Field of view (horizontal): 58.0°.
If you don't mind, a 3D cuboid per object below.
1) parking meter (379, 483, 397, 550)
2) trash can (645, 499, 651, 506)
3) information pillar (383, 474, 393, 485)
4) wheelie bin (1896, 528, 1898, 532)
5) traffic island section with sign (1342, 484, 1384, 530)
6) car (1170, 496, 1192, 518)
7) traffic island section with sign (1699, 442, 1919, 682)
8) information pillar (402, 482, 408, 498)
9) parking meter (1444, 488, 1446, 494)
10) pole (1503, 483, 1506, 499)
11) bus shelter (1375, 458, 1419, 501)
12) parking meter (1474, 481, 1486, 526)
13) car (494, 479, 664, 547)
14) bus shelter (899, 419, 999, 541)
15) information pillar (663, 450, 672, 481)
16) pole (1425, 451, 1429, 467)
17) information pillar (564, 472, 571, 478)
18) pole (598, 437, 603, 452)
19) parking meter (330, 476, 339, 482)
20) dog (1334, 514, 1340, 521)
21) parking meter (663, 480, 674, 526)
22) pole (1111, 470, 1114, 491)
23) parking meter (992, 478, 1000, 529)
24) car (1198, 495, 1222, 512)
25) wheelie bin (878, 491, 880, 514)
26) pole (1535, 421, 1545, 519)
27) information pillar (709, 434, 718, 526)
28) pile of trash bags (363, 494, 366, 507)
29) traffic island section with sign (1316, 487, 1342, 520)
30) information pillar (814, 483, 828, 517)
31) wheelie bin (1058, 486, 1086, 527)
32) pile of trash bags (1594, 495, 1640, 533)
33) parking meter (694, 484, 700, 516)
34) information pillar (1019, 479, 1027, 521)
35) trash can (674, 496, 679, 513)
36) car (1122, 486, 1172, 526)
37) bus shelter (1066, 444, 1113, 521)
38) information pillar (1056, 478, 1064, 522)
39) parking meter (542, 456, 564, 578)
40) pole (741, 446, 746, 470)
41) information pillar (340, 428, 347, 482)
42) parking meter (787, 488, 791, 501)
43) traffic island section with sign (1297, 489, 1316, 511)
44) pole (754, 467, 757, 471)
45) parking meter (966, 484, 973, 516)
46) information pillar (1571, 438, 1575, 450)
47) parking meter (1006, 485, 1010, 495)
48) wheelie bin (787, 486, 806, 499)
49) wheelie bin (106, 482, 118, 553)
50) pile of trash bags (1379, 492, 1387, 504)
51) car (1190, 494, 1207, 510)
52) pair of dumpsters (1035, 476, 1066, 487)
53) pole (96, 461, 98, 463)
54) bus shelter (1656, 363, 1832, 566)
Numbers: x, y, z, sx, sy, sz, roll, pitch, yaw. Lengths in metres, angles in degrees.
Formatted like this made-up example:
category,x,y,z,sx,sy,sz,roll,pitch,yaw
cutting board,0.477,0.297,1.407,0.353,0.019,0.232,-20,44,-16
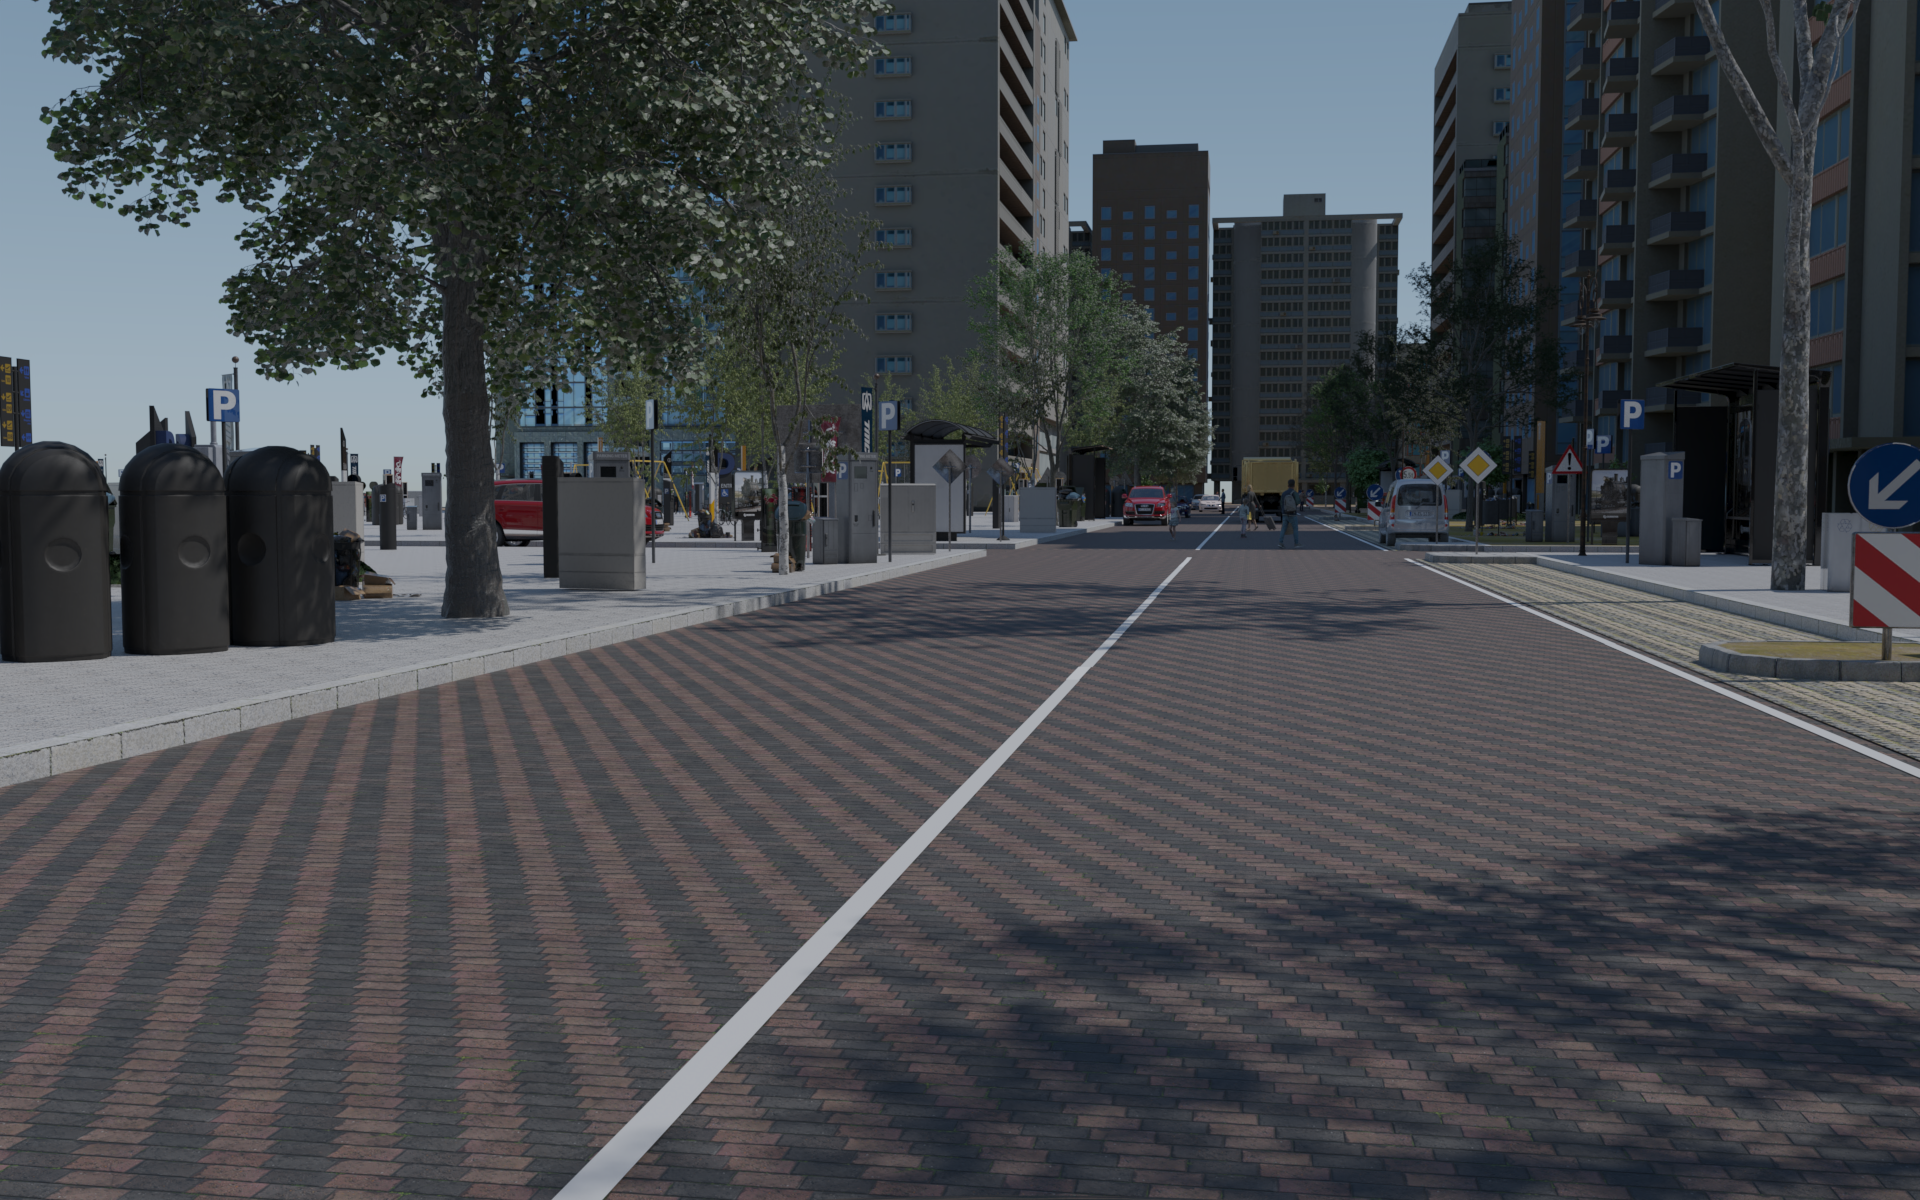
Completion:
category,x,y,z,sx,sy,sz,roll,pitch,yaw
parking meter,-13.162,-1.922,39.833,0.372,1.533,0.369,0,3,0
trash can,-8.979,-2.240,48.278,0.748,1.137,0.748,0,3,0
information pillar,-21.377,-3.687,64.781,0.304,2.012,0.304,-3,4,-39
wheelie bin,25.651,-2.457,48.088,0.693,1.594,0.980,-1,4,-21
traffic island section with sign,16.474,-3.718,69.413,1.989,1.847,2.006,1,4,9
car,13.086,-5.653,105.014,1.945,1.354,3.894,1,4,9
traffic island section with sign,7.182,-0.333,14.069,1.989,1.847,2.006,1,4,9
information pillar,-34.034,-6.216,106.118,0.304,2.012,0.304,-2,4,-34
parking meter,18.306,-3.523,66.012,0.372,1.533,0.369,0,3,0
pole,34.835,-7.150,110.746,0.158,3.312,0.155,0,3,0
bus shelter,24.939,-6.423,98.946,2.014,3.302,5.546,1,4,10
parking meter,20.793,-3.885,69.231,0.399,1.863,0.255,3,5,44
car,-10.074,-2.131,43.519,5.304,1.827,2.281,0,4,8
bus shelter,-0.195,-3.403,49.561,2.014,3.302,5.546,1,4,10
information pillar,-15.401,-6.114,91.321,0.504,3.616,0.183,-3,4,-36
pole,21.927,-5.352,81.344,0.158,3.312,0.155,0,3,0
information pillar,-13.347,-3.322,58.810,0.304,2.012,0.304,-1,4,-11
pole,-12.965,-4.199,62.495,0.158,3.312,0.155,0,3,0
parking meter,-20.079,-3.048,55.549,0.255,1.863,0.399,0,4,-3
dog,19.836,-4.324,90.889,0.748,0.427,0.550,-2,4,-30
parking meter,-11.782,-3.936,70.063,0.399,1.863,0.255,2,4,25
pole,10.655,-7.771,120.892,0.158,3.312,0.155,0,3,0
parking meter,1.376,-3.573,64.131,0.255,1.863,0.399,1,4,23
car,20.108,-7.739,138.897,2.083,1.381,4.827,0,4,8
wheelie bin,-4.876,-6.291,110.768,0.980,1.594,0.693,2,4,29
pole,16.238,-3.341,48.471,0.158,3.312,0.155,0,3,0
information pillar,-9.602,-4.655,67.459,0.183,3.616,0.504,2,4,27
pile of trash bags,-35.773,-5.586,101.089,1.912,1.369,3.447,3,4,38
traffic island section with sign,20.931,-5.344,95.999,1.989,1.847,2.006,1,4,9
information pillar,-3.807,-2.627,47.444,0.304,2.012,0.304,-2,4,-29
wheelie bin,4.165,-3.602,66.800,0.980,1.594,0.693,2,4,28
pile of trash bags,21.846,-2.810,55.698,1.912,1.369,3.447,-3,5,-42
parking meter,-15.701,-5.976,103.413,0.255,1.863,0.399,-1,4,-16
information pillar,3.033,-4.819,83.286,0.304,2.012,0.304,3,5,41
trash can,-19.875,-6.650,120.379,0.748,1.137,0.748,0,3,0
car,8.637,-4.351,79.817,2.281,1.827,5.304,1,4,9
bus shelter,6.405,-5.740,85.136,1.731,3.624,6.357,1,4,10
information pillar,4.591,-4.610,79.873,0.304,2.012,0.304,1,4,15
parking meter,-6.240,-1.278,26.599,0.255,1.863,0.399,0,4,2
pole,-9.138,-4.851,73.153,0.158,3.312,0.155,0,3,0
information pillar,-21.786,-4.275,61.250,0.183,3.616,0.504,0,4,-6
parking meter,-6.788,-3.748,69.693,0.372,1.533,0.369,0,3,0
traffic island section with sign,29.153,-8.340,144.992,1.989,1.847,2.006,1,4,9
pole,-14.597,-7.953,123.866,0.158,3.312,0.155,0,3,0
parking meter,0.567,-5.816,100.802,0.399,1.863,0.255,3,5,43
information pillar,25.437,-4.934,72.022,0.183,3.616,0.504,1,4,10
parking meter,3.144,-6.618,113.915,0.255,1.863,0.399,0,4,-3
wheelie bin,-6.355,-3.700,68.395,0.980,1.594,0.693,-1,4,-11
wheelie bin,-15.872,-1.453,31.657,0.980,1.594,0.693,1,4,12
pile of trash bags,23.240,-5.130,93.620,1.912,1.369,3.447,1,4,22
car,21.369,-8.626,153.032,2.014,1.417,4.499,1,4,11
pair of dumpsters,4.704,-5.358,90.099,1.574,2.255,4.437,1,4,10
pole,-53.231,-6.907,106.774,0.158,3.312,0.155,0,3,0
bus shelter,15.178,-2.606,33.894,1.731,3.624,6.357,1,4,10
